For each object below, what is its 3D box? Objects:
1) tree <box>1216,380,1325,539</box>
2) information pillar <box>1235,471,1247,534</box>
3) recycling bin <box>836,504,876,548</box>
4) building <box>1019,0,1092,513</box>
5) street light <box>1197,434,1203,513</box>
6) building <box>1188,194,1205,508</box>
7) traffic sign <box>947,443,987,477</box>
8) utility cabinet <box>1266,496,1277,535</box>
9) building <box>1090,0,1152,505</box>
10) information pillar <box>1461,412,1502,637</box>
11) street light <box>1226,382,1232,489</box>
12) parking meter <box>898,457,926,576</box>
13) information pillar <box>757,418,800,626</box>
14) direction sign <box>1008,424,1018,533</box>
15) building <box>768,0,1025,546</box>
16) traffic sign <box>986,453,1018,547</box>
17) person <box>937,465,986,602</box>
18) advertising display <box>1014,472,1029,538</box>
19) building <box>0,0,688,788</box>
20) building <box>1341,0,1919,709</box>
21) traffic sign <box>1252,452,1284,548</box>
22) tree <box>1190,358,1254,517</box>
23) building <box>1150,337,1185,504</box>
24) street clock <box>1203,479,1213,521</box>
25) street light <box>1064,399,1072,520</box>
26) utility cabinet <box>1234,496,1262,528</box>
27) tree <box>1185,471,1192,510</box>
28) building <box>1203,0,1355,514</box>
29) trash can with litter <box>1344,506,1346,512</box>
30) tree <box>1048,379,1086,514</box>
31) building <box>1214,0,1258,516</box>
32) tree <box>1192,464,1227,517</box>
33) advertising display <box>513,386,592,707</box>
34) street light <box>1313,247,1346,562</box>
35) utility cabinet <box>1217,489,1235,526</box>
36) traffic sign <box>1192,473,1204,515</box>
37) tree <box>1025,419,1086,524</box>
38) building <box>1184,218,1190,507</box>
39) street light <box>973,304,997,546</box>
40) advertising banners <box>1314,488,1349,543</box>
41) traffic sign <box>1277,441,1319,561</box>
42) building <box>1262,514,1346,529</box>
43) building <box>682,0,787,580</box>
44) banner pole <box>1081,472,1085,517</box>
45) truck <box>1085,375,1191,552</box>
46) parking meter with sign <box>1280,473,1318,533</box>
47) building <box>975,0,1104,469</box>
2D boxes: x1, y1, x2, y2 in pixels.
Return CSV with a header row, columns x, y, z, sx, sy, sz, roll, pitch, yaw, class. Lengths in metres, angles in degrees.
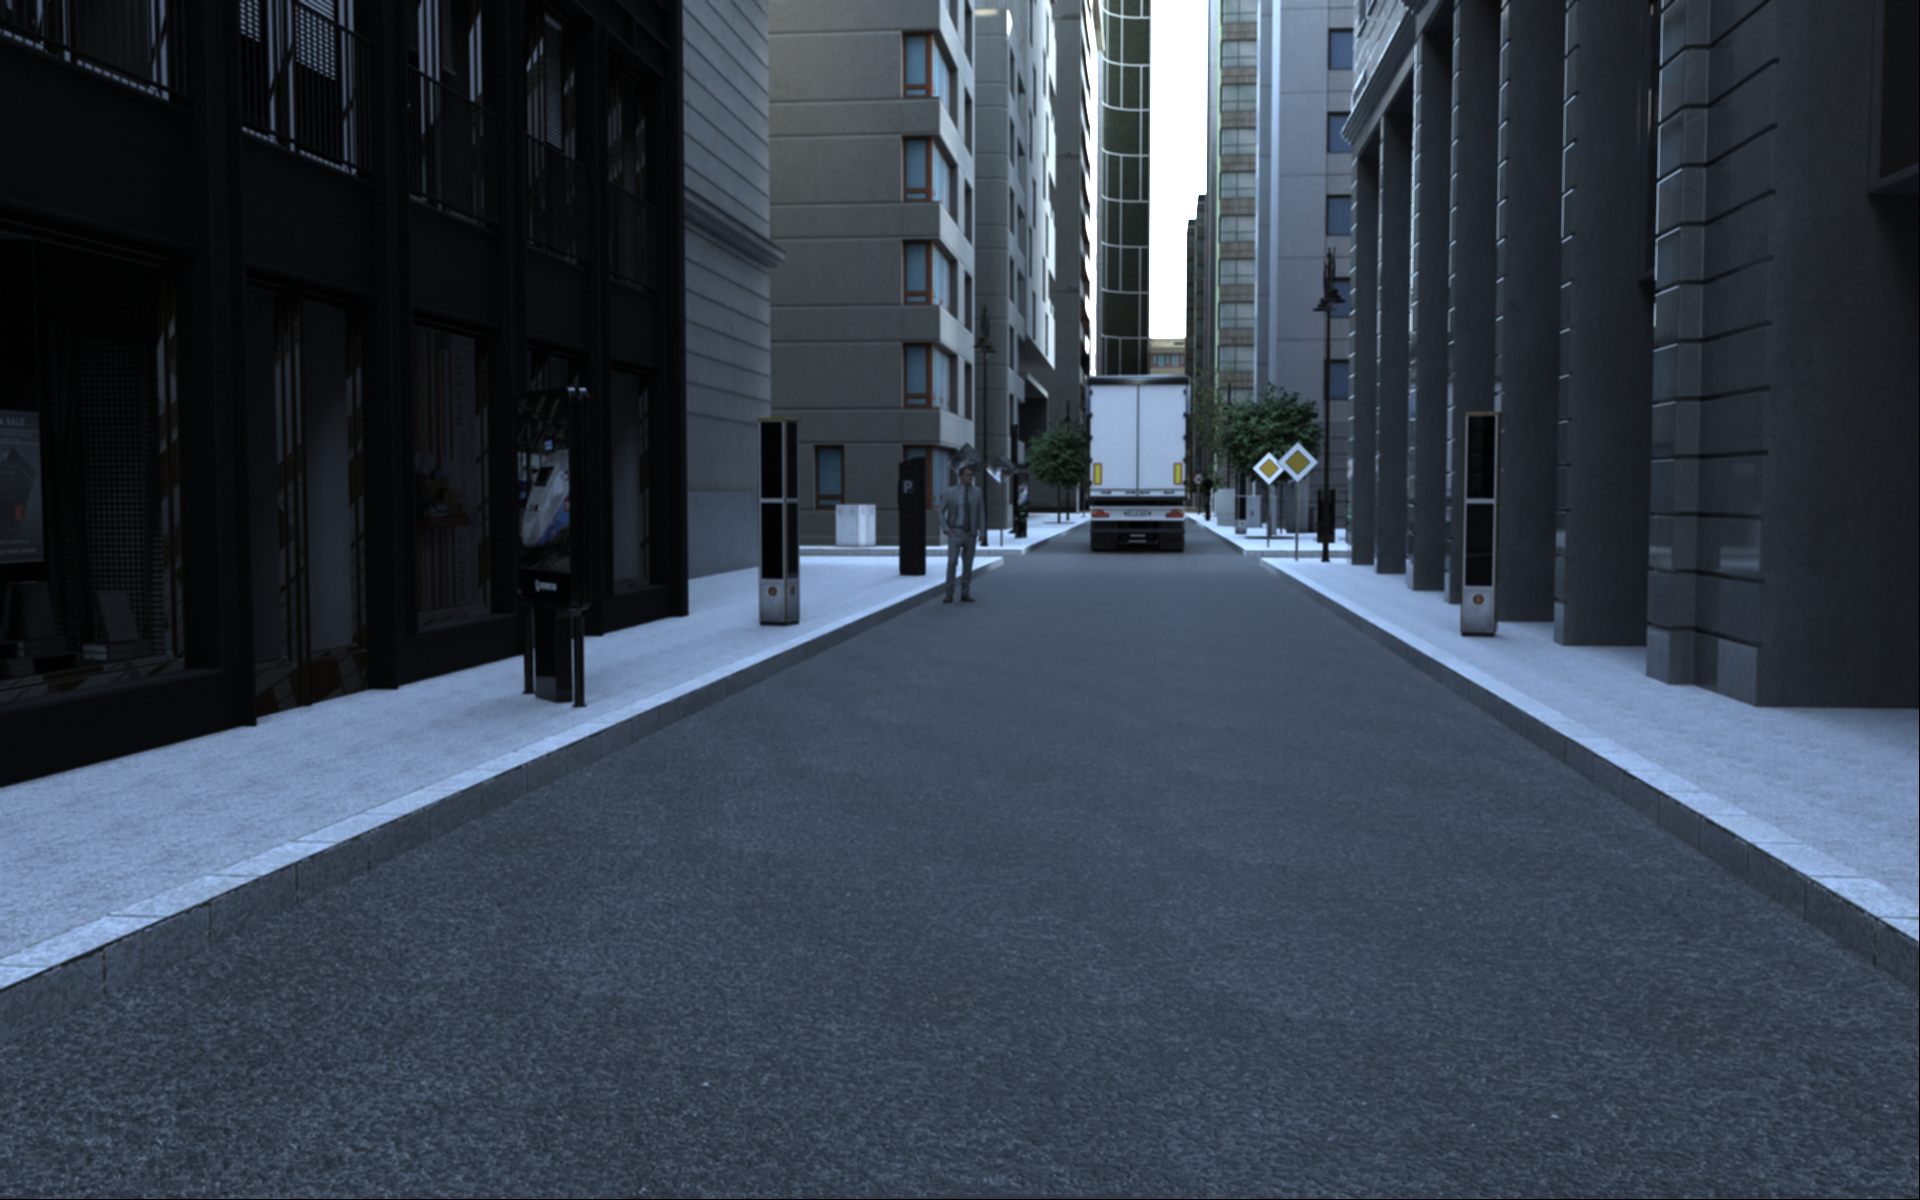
x,y,z,sx,sy,sz,roll,pitch,yaw,class
9.031,-4.065,50.180,4.285,4.588,4.351,0,3,0,tree
9.039,-3.132,55.698,0.304,2.012,0.304,-1,4,-9,information pillar
-2.525,-1.797,41.931,0.722,1.027,0.722,2,4,34,recycling bin
-1.343,-30.835,127.859,21.300,48.544,21.600,0,4,6,building
15.901,-8.681,114.726,0.468,5.910,1.993,0,4,6,street light
29.756,-24.241,168.047,14.160,30.474,14.107,0,4,6,building
0.134,-1.844,33.792,0.795,2.450,0.064,0,4,6,traffic sign
9.834,-2.662,54.687,0.306,1.237,1.020,0,4,8,utility cabinet
12.771,-47.187,209.760,20.611,71.187,20.563,0,4,6,building
4.704,-0.681,15.634,0.304,2.012,0.304,1,4,21,information pillar
11.141,-6.058,71.832,0.468,5.910,1.993,0,4,6,street light
-0.760,-1.325,27.381,0.399,1.863,0.255,2,4,34,parking meter
-1.771,-0.762,16.943,0.304,2.012,0.304,1,4,21,information pillar
1.767,-3.946,56.517,0.379,3.537,0.876,-1,4,-11,direction sign
-12.665,-13.015,57.834,27.650,21.520,28.899,0,4,6,building
1.005,-2.329,41.729,0.795,2.450,0.064,0,4,6,traffic sign
0.028,-0.885,23.070,0.635,1.810,0.391,-1,4,-22,person
1.791,-2.787,50.782,0.123,1.923,0.974,1,4,21,advertising display
-9.845,-11.055,10.422,12.332,23.373,15.834,0,4,6,building
10.928,-14.593,16.093,11.434,29.767,29.804,0,4,6,building
7.309,-2.286,41.020,0.795,2.450,0.064,0,4,6,traffic sign
13.985,-8.829,94.718,4.737,8.622,4.395,0,3,0,tree
37.849,-22.498,212.882,28.899,21.520,27.650,0,4,6,building
12.024,-4.857,83.984,0.471,2.002,0.358,0,4,-5,street clock
5.282,-6.843,84.666,0.468,5.910,1.993,0,4,6,street light
11.005,-3.361,66.117,1.020,1.237,0.306,1,4,22,utility cabinet
17.972,-8.153,127.900,1.663,3.219,1.824,0,3,0,tree
31.260,-36.929,145.780,21.231,58.520,28.212,0,4,6,building
10.778,-2.179,47.019,0.624,1.170,1.055,1,4,18,trash can with litter
7.286,-9.785,110.350,4.360,8.622,3.978,0,3,0,tree
22.937,-25.919,107.369,14.154,41.232,14.086,0,4,6,building
14.334,-6.365,98.672,1.663,3.219,1.824,0,3,0,tree
-2.534,-0.338,10.748,0.123,1.923,0.974,-2,4,-34,advertising display
6.923,-3.660,32.627,0.468,5.910,1.993,0,4,6,street light
10.822,-3.708,69.312,0.318,1.500,1.173,-3,4,-36,utility cabinet
14.276,-6.334,103.671,0.768,2.556,0.104,1,4,15,traffic sign
4.433,-5.643,75.979,4.285,4.588,4.351,0,3,0,tree
30.713,-25.122,182.445,14.160,30.474,14.107,0,4,6,building
0.614,-4.256,42.366,0.468,5.910,1.993,0,4,6,street light
10.296,-2.996,45.170,2.074,3.025,0.090,1,4,19,advertising banners
6.438,-1.801,33.082,0.795,2.450,0.064,0,4,6,traffic sign
23.661,-32.626,75.441,21.231,58.520,28.212,0,4,6,building
-15.116,-14.621,26.445,23.554,28.519,14.401,0,4,6,building
6.818,-6.495,96.213,0.401,3.779,0.863,-1,4,-12,banner pole
4.783,-3.519,46.445,2.839,4.237,11.283,0,4,6,truck
11.111,-3.704,56.825,1.738,3.016,0.543,-3,4,-38,parking meter with sign
0.560,-36.014,178.061,27.495,52.752,28.713,0,4,6,building
